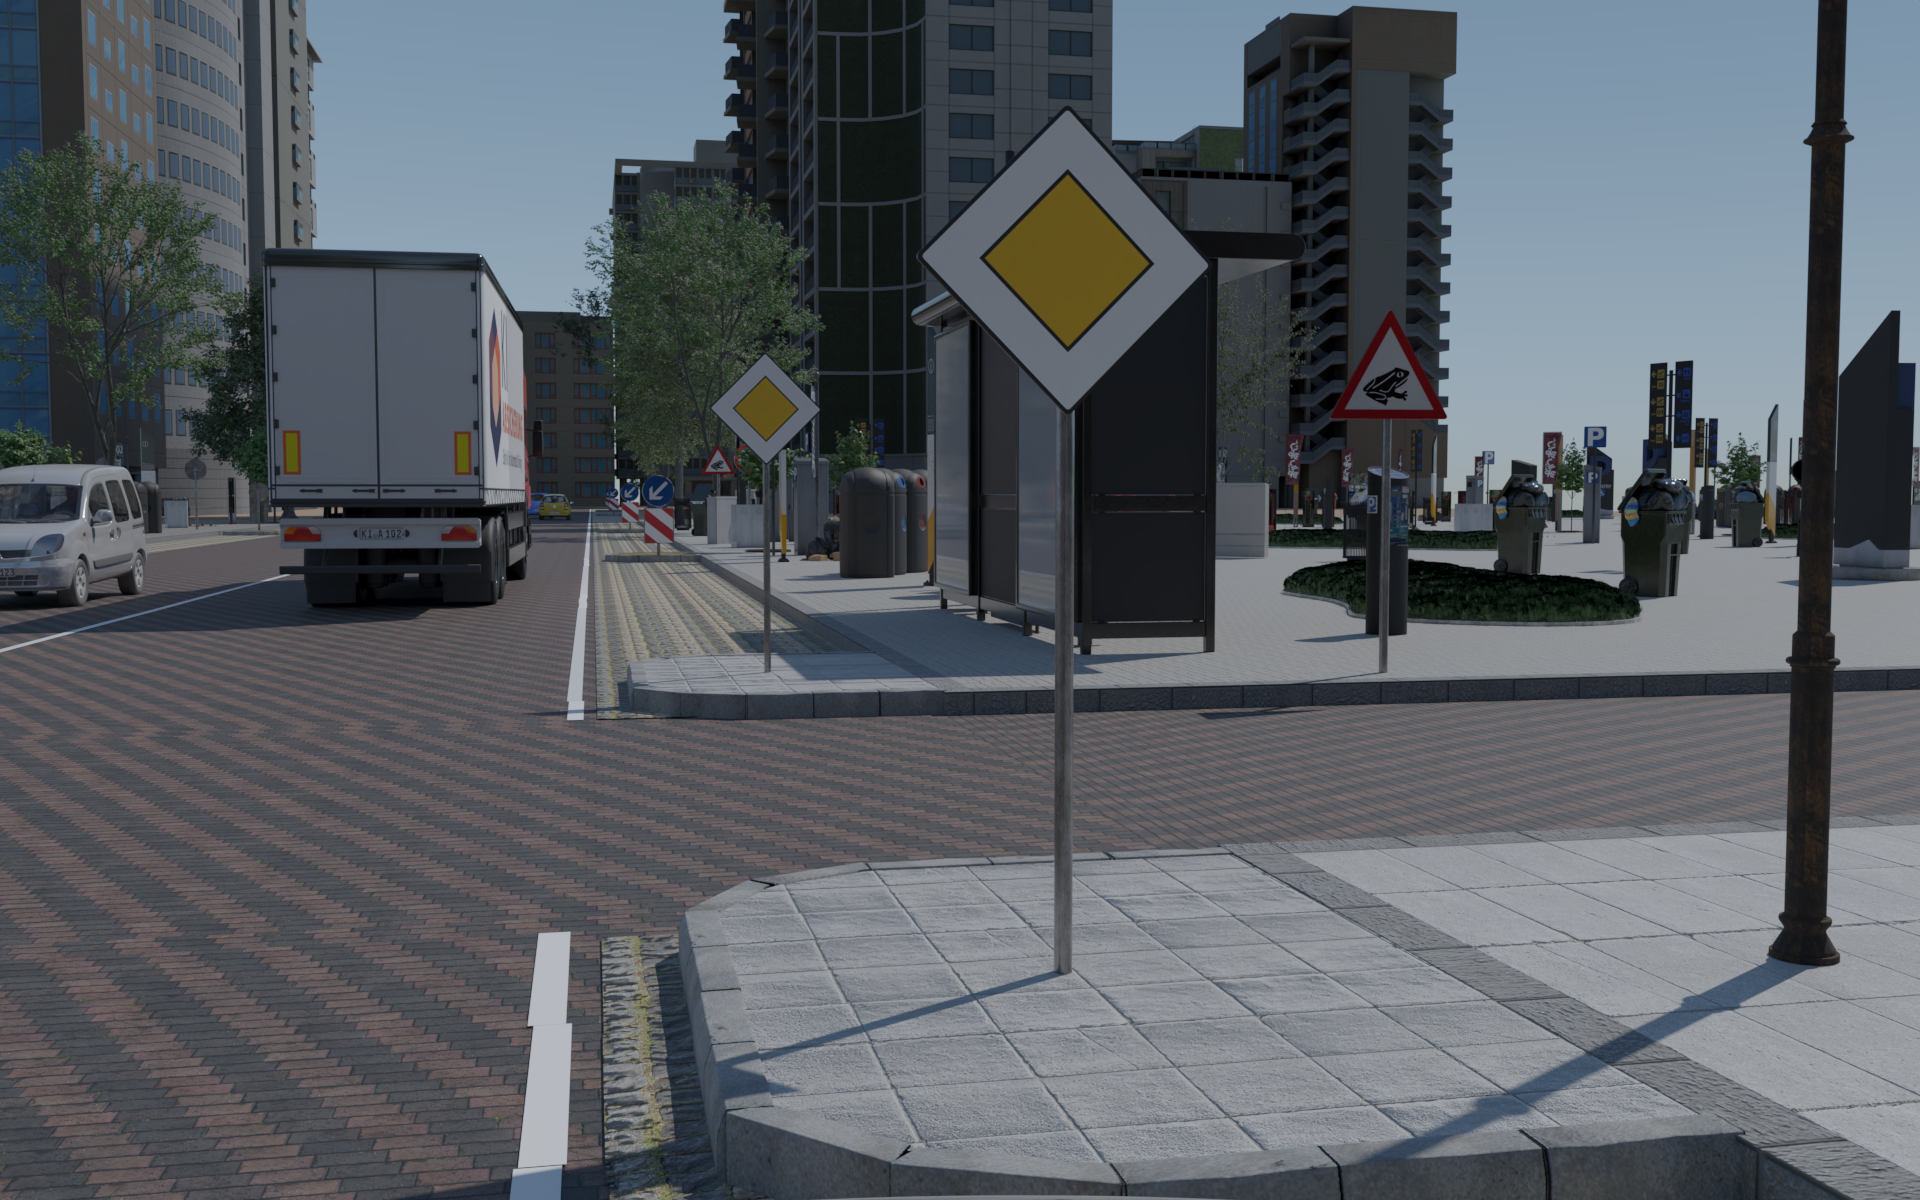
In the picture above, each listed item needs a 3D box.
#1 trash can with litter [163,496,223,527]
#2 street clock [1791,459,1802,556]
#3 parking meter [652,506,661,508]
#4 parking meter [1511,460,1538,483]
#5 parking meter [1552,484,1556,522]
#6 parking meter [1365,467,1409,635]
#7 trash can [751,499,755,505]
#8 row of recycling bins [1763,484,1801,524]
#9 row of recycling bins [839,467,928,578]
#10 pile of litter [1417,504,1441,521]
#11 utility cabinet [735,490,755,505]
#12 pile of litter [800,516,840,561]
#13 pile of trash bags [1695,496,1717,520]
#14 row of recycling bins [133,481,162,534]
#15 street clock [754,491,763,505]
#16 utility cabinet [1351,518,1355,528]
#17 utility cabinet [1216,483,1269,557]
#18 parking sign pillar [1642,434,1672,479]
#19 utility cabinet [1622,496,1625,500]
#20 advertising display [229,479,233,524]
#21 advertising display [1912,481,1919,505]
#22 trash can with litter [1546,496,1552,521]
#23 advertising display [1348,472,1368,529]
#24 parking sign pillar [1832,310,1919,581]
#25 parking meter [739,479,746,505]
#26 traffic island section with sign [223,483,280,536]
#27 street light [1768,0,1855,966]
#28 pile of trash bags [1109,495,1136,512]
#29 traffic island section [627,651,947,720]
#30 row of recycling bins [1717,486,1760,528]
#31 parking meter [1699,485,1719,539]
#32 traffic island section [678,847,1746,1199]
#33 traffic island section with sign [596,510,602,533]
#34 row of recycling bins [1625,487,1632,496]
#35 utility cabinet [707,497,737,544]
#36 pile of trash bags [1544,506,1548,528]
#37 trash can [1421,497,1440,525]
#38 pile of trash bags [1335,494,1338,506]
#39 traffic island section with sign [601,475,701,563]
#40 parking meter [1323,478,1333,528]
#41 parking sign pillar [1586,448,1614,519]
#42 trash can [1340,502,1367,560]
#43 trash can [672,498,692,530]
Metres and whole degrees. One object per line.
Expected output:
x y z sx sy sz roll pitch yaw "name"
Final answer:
-30.385 -3.518 68.572 2.233 1.210 1.678 -2 4 -28 "trash can with litter"
17.331 -1.898 35.597 0.471 2.002 0.358 1 4 18 "street clock"
-13.372 -4.156 76.354 0.372 1.533 0.369 0 3 0 "parking meter"
9.546 -1.444 29.318 0.255 1.863 0.399 -3 5 -42 "parking meter"
27.400 -4.512 79.482 0.255 1.863 0.399 -3 5 -43 "parking meter"
3.911 -0.455 15.849 0.372 1.533 0.369 0 3 0 "parking meter"
-6.221 -2.606 54.260 0.748 1.137 0.748 0 3 0 "trash can"
35.193 -4.088 73.958 3.534 1.692 1.069 2 4 28 "row of recycling bins"
-1.095 -1.274 27.950 1.069 1.692 3.534 1 4 16 "row of recycling bins"
22.384 -4.212 82.829 1.719 0.858 1.176 0 4 7 "pile of litter"
-10.502 -4.676 85.128 1.173 1.500 0.318 2 4 32 "utility cabinet"
-2.297 -1.204 33.643 1.719 0.858 1.176 -1 4 -15 "pile of litter"
38.184 -4.709 86.737 3.447 1.369 1.912 0 4 -2 "pile of trash bags"
-26.741 -2.946 55.276 1.069 1.692 3.534 1 4 10 "row of recycling bins"
-5.237 -2.507 45.552 0.471 2.002 0.358 3 5 42 "street clock"
13.013 -2.721 55.647 0.306 1.237 1.020 -3 4 -38 "utility cabinet"
5.597 -1.599 34.823 1.173 1.500 0.318 2 4 26 "utility cabinet"
24.443 -4.421 60.756 1.447 3.967 1.447 0 4 -6 "parking sign pillar"
28.633 -3.878 74.559 0.306 1.237 1.020 1 4 20 "utility cabinet"
-30.919 -4.173 73.444 0.123 1.923 0.974 -1 4 -23 "advertising display"
46.388 -4.788 83.490 0.974 1.923 0.123 0 4 -6 "advertising display"
27.986 -4.311 81.870 0.624 1.170 1.055 2 4 35 "trash can with litter"
11.777 -2.781 50.682 0.123 1.923 0.974 -3 5 -40 "advertising display"
13.796 -2.304 26.139 1.447 3.967 1.447 0 4 -4 "parking sign pillar"
-8.336 -3.710 66.374 0.255 1.863 0.399 -1 4 -15 "parking meter"
-24.442 -3.161 60.303 1.989 1.847 2.006 -1 4 -12 "traffic island section with sign"
2.336 -1.947 4.615 0.468 5.910 1.993 -1 4 -12 "street light"
4.255 -3.002 58.828 1.912 1.369 3.447 -3 5 -42 "pile of trash bags"
-1.366 0.600 12.478 2.009 0.180 2.903 -1 4 -12 "traffic island section"
29.920 -3.646 66.724 1.069 1.692 3.534 1 4 16 "row of recycling bins"
21.275 -2.501 49.304 0.372 1.533 0.369 0 3 0 "parking meter"
0.295 1.077 4.667 2.009 0.180 2.903 -1 4 -12 "traffic island section"
-12.288 -3.378 63.852 1.989 1.847 2.006 -1 4 -12 "traffic island section with sign"
37.176 -5.385 95.160 1.069 1.692 3.534 2 4 27 "row of recycling bins"
-6.124 -2.041 44.539 0.306 1.237 1.020 2 4 23 "utility cabinet"
21.517 -3.447 66.108 1.912 1.369 3.447 2 4 25 "pile of trash bags"
19.851 -3.758 73.099 0.748 1.137 0.748 0 3 0 "trash can"
20.758 -4.926 90.299 3.447 1.369 1.912 0 4 1 "pile of trash bags"
-6.574 -1.734 36.985 1.989 1.847 2.006 -1 4 -12 "traffic island section with sign"
13.586 -3.563 63.971 0.255 1.863 0.399 0 4 -7 "parking meter"
32.813 -6.136 88.792 1.447 3.967 1.447 0 4 -2 "parking sign pillar"
7.611 -1.307 33.020 0.748 1.137 0.748 0 3 0 "trash can"
-9.786 -3.029 61.177 0.748 1.137 0.748 0 3 0 "trash can"
